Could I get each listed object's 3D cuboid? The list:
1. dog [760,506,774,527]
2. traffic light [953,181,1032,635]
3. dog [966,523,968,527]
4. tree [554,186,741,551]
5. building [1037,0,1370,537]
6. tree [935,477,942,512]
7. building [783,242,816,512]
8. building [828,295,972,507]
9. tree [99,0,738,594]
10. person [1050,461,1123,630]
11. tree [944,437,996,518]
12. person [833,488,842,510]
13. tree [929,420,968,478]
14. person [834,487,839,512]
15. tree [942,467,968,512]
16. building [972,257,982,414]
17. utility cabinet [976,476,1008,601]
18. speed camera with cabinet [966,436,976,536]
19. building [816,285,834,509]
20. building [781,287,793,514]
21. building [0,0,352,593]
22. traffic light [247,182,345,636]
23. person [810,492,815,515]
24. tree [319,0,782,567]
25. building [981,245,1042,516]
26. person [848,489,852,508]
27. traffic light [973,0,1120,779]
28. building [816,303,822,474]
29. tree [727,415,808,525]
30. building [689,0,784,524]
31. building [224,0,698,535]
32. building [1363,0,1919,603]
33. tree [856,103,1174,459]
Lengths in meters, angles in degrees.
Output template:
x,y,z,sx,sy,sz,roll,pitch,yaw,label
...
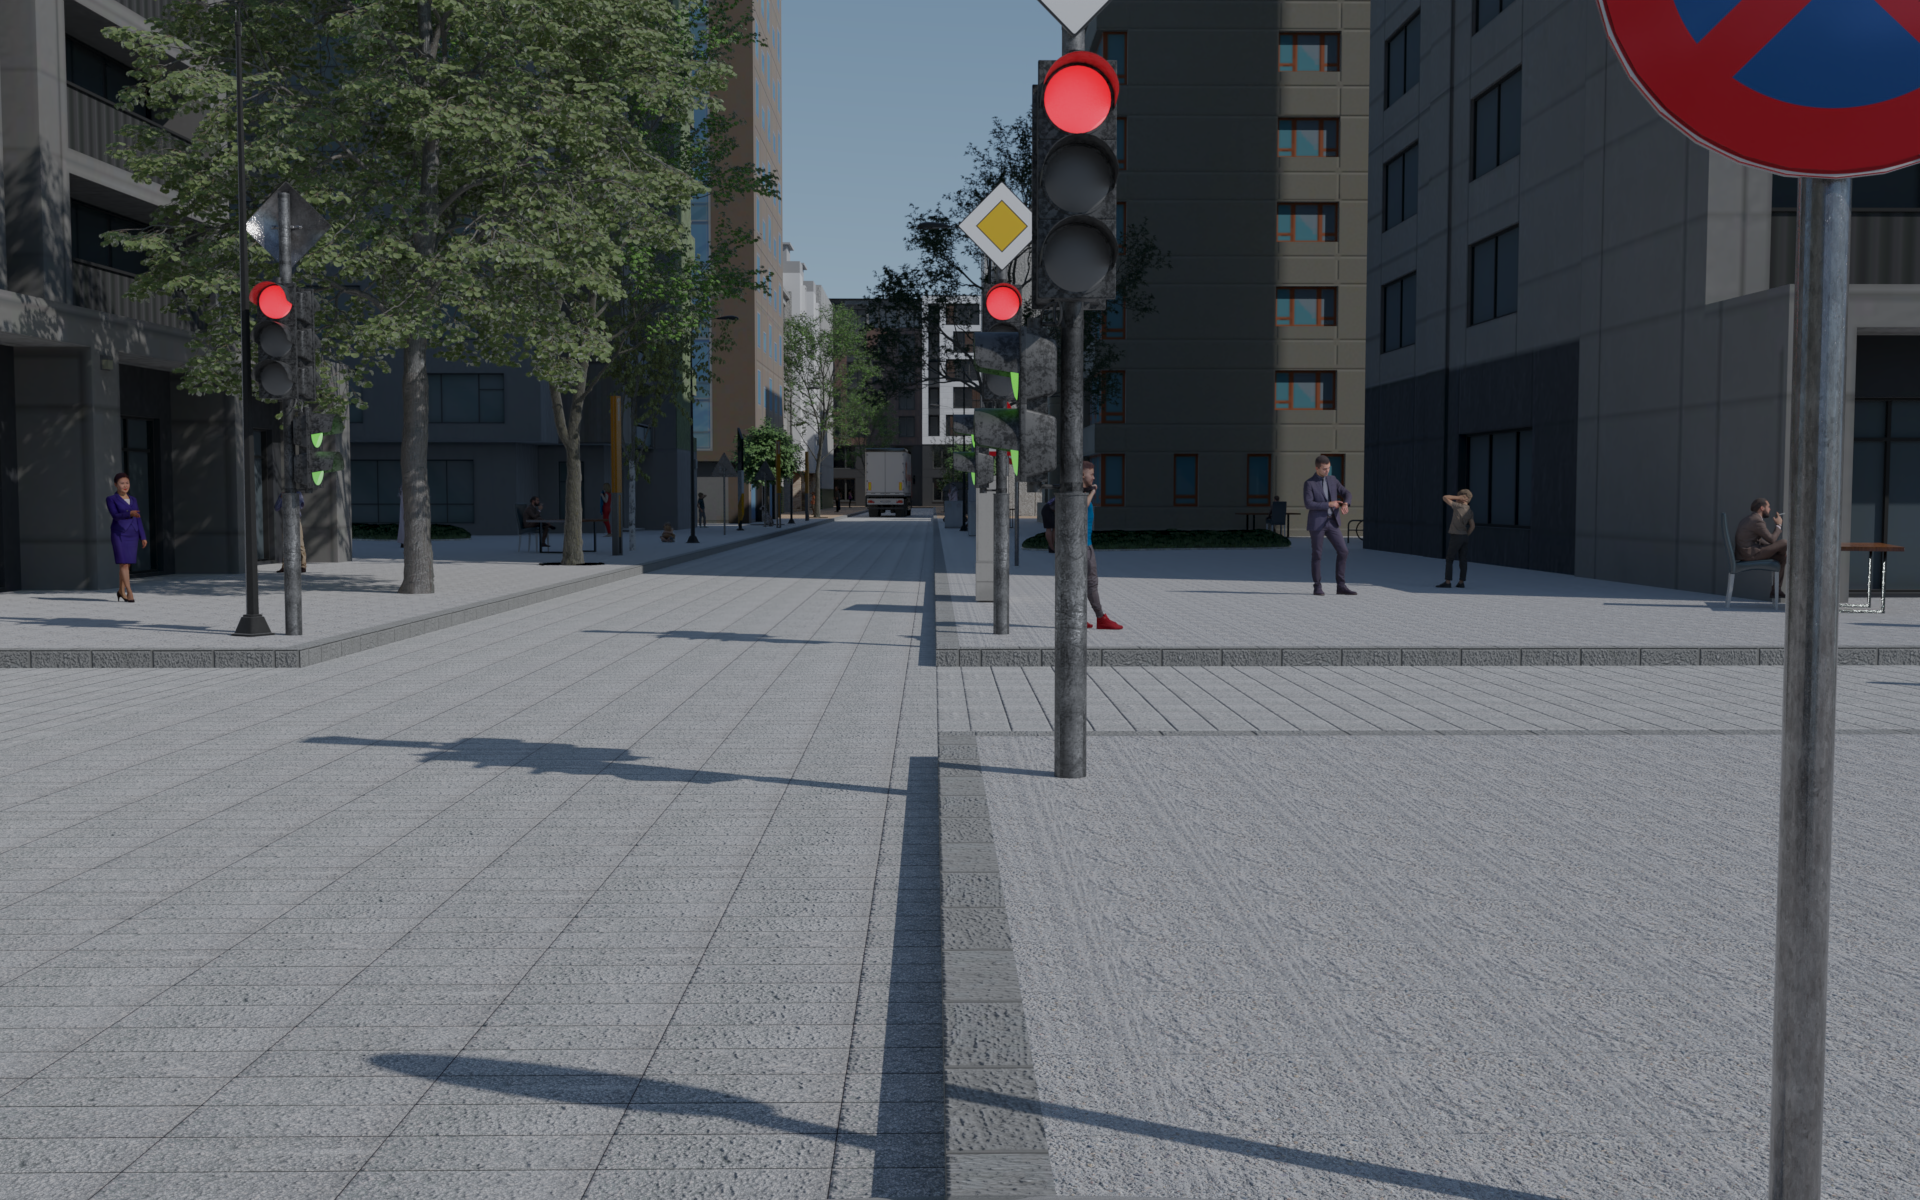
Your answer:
x,y,z,sx,sy,sz,roll,pitch,yaw,label
-7.573,-3.295,68.246,0.513,0.831,0.800,-1,4,-18,dog
0.359,-1.641,15.748,0.839,4.253,0.868,0,4,-1,traffic light
0.388,-3.029,67.267,0.748,0.427,0.550,0,4,1,dog
-7.225,-5.433,39.192,4.737,8.622,4.395,0,3,0,tree
17.644,-13.524,66.155,27.650,21.520,28.899,0,4,-1,building
-0.993,-7.814,122.367,1.663,3.219,1.824,0,3,0,tree
-19.284,-16.613,128.045,16.016,20.091,11.380,0,4,-1,building
-6.285,-21.251,191.431,32.646,21.610,27.936,0,4,-1,building
-6.617,-6.364,22.176,7.486,12.596,7.792,0,3,0,tree
1.196,-0.519,16.402,0.662,1.594,0.647,-1,4,-11,person
0.770,-6.828,95.348,4.285,4.588,4.351,0,3,0,tree
-9.632,-7.943,136.631,0.721,1.735,1.217,2,4,26,person
-0.918,-13.256,167.090,4.360,8.622,3.978,0,3,0,tree
-8.720,-7.109,122.410,0.705,1.807,1.348,-1,4,-13,person
0.449,-5.573,85.720,1.663,3.219,1.824,0,3,0,tree
15.618,-18.588,147.890,27.936,21.610,32.646,0,4,-1,building
0.380,-0.752,20.981,0.318,1.500,1.173,0,4,6,utility cabinet
0.647,-3.772,56.005,0.660,3.252,2.038,0,4,-3,speed camera with cabinet
-27.573,-17.629,154.686,31.486,18.905,16.747,0,4,-1,building
-19.976,-14.685,106.552,16.747,18.905,31.486,0,4,-1,building
-21.771,-35.968,26.328,20.563,71.187,20.611,0,4,-1,building
-6.041,-1.634,15.633,0.839,4.253,0.868,0,4,-1,traffic light
-8.931,-5.857,105.066,0.557,1.426,1.065,-1,4,-13,person
-7.022,-6.419,30.704,9.928,11.665,9.643,0,3,0,tree
10.213,-15.229,115.448,16.747,18.905,31.486,0,4,-1,building
-10.132,-9.421,160.753,0.721,1.739,1.217,-1,4,-12,person
0.483,-1.152,7.764,0.839,4.253,0.868,0,4,-1,traffic light
-19.275,-17.317,139.545,16.016,20.091,11.380,0,4,-1,building
-8.048,-5.372,71.541,4.285,4.588,4.351,0,3,0,tree
-15.808,-26.317,80.387,14.600,45.320,14.200,0,4,-1,building
-17.002,-22.923,58.389,14.154,41.232,14.086,0,4,-1,building
19.803,-36.104,28.548,20.611,71.187,20.563,0,4,-1,building
0.838,-6.552,41.545,7.601,10.594,8.767,3,4,38,tree
